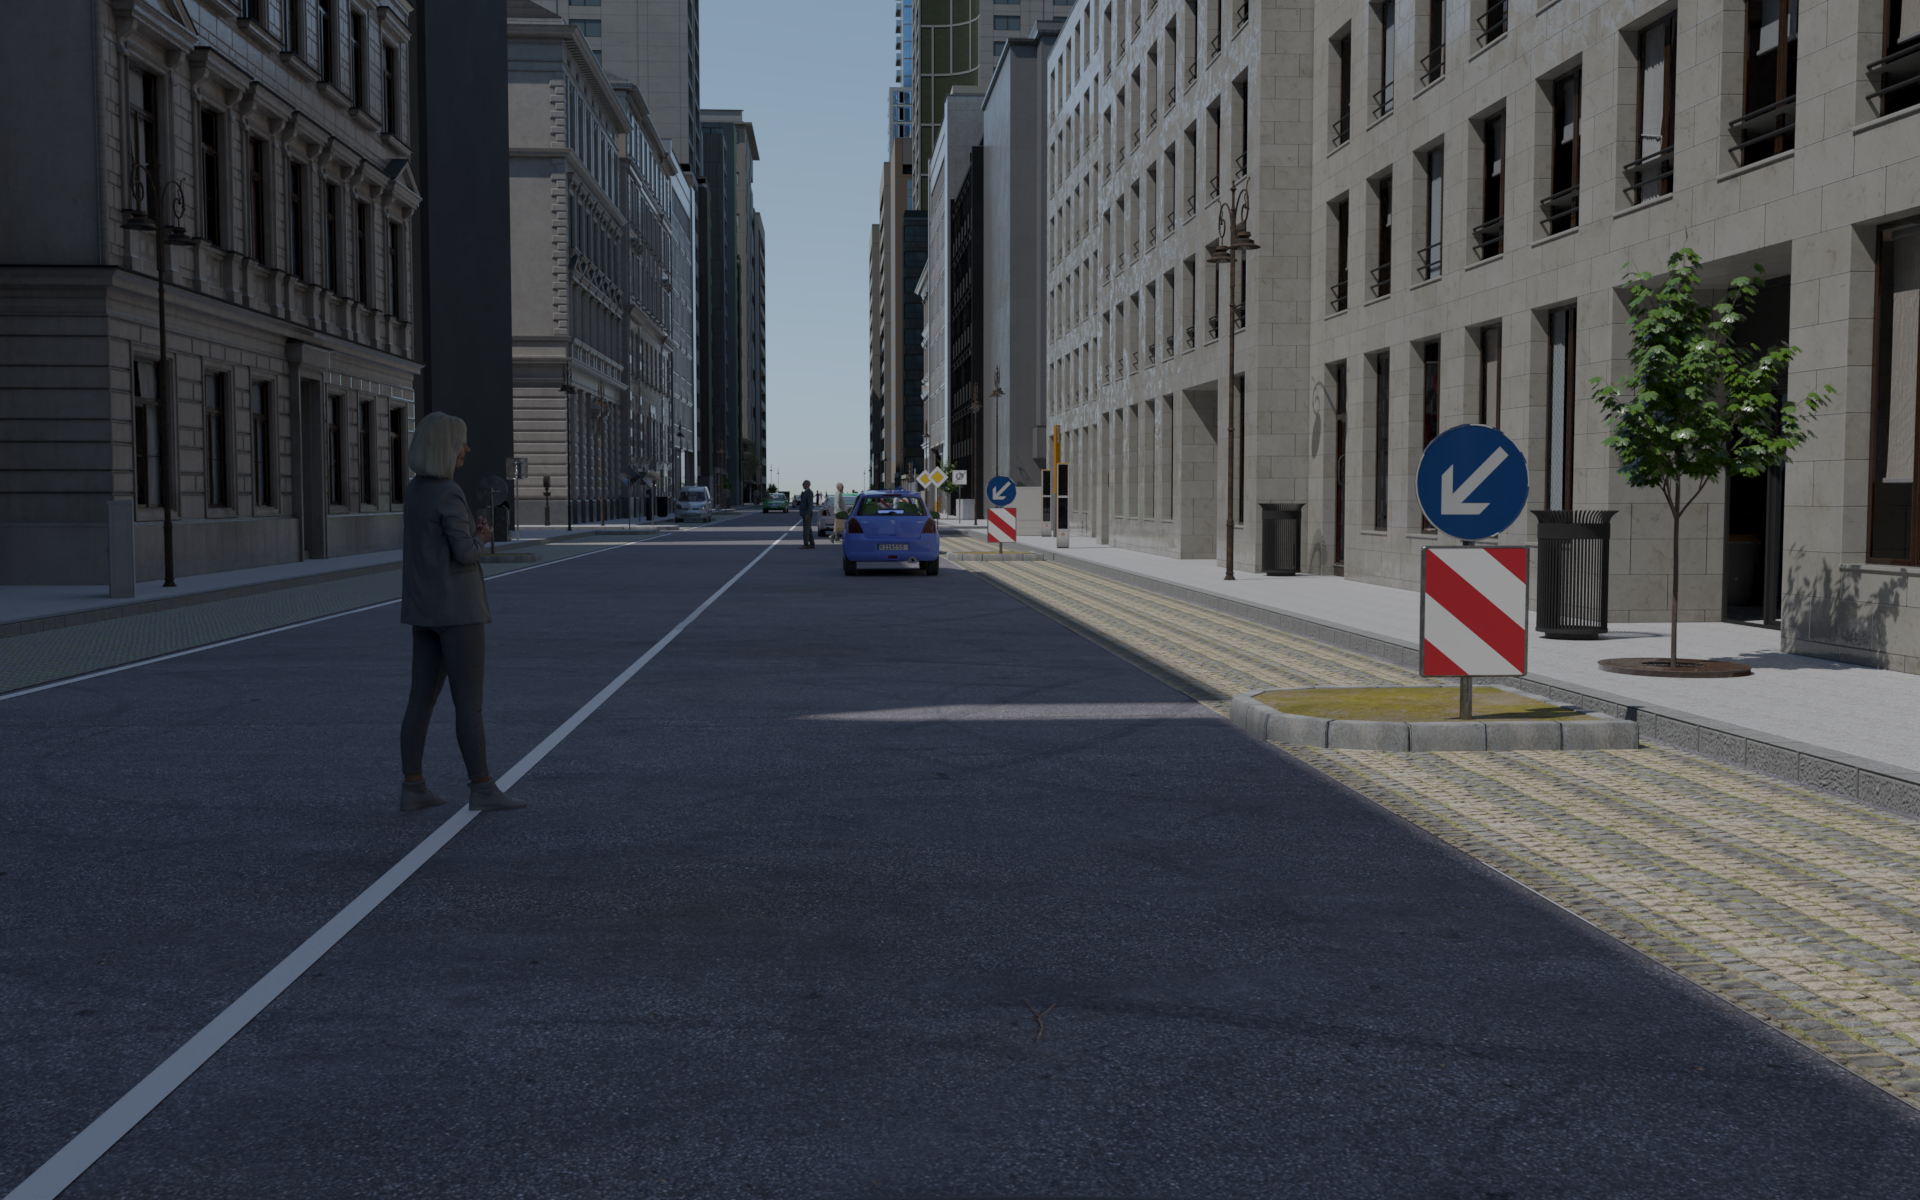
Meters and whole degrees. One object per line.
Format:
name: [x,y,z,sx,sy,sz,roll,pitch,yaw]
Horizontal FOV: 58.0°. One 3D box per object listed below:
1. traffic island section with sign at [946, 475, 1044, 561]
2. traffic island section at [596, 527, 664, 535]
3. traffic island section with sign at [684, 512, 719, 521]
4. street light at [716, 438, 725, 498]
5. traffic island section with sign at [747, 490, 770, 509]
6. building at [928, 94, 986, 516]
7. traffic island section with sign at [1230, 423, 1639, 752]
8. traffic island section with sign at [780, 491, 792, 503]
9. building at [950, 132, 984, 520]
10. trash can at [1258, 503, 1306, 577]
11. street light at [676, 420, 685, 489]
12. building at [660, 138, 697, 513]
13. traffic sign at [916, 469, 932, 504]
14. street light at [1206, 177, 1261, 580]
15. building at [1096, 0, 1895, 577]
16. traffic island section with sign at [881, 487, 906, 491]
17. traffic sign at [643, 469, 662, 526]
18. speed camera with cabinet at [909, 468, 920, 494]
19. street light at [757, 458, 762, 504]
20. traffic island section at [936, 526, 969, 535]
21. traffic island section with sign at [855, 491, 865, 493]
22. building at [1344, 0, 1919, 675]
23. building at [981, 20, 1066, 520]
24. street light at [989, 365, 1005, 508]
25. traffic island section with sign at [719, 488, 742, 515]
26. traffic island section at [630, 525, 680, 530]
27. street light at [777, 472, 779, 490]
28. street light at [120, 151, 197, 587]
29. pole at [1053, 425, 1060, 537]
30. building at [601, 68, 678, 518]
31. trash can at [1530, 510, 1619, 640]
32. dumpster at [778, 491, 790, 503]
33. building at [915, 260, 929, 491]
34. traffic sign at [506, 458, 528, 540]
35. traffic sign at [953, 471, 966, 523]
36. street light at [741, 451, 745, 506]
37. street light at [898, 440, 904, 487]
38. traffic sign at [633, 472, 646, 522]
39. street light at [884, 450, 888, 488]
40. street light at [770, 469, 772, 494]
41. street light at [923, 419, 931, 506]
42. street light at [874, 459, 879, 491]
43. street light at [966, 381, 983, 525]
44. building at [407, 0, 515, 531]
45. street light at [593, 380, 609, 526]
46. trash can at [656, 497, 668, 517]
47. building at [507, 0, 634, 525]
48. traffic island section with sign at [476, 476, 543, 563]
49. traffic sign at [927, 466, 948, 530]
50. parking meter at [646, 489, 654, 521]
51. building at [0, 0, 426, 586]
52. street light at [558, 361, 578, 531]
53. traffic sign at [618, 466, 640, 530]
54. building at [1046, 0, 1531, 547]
traffic island section with sign: [0.719,-1.775,37.645,1.989,1.847,2.006,0,4,-4]
traffic island section: [-11.749,-2.399,61.499,2.009,0.180,2.903,0,4,-4]
traffic island section with sign: [-14.035,-5.115,92.263,1.989,1.847,2.006,0,4,-4]
street light: [-19.984,-10.580,145.774,0.468,5.910,1.993,0,4,-4]
traffic island section with sign: [-19.704,-9.768,168.339,1.989,1.847,2.006,0,4,-4]
building: [4.499,-18.047,113.095,12.078,24.808,19.932,0,4,-4]
traffic island section with sign: [2.724,-0.116,10.521,1.989,1.847,2.006,0,4,-4]
traffic island section with sign: [-27.882,-16.503,278.449,1.989,1.847,2.006,0,4,-4]
building: [6.149,-16.213,94.768,12.332,23.373,15.834,0,4,-4]
trash can: [5.035,-0.947,27.131,0.748,1.137,0.748,0,3,0]
street light: [-17.139,-8.161,106.217,0.468,5.910,1.993,0,4,-4]
building: [-25.868,-18.766,124.840,12.078,24.808,19.932,0,4,-4]
traffic sign: [-1.403,-4.070,70.190,0.795,2.450,0.064,0,4,-4]
street light: [4.023,-3.233,25.652,0.468,5.910,1.993,0,4,-4]
building: [9.318,-11.091,36.083,10.420,20.320,16.860,0,4,-4]
traffic island section with sign: [-3.342,-5.114,92.249,1.989,1.847,2.006,0,4,-4]
traffic sign: [-12.318,-4.022,69.402,0.795,2.450,0.064,0,4,-4]
speed camera with cabinet: [-3.543,-8.573,134.506,0.660,3.252,2.038,1,4,9]
street light: [-26.206,-15.651,228.686,0.468,5.910,1.993,0,4,-4]
traffic island section: [-0.788,-2.448,62.306,2.009,0.180,2.903,0,4,-4]
traffic island section with sign: [-11.125,-11.516,196.908,1.989,1.847,2.006,0,4,-4]
building: [11.409,-10.068,19.363,10.420,20.320,16.860,0,4,-4]
building: [16.548,-15.900,79.036,30.058,24.678,14.314,0,4,-4]
street light: [1.324,-5.455,61.984,0.468,5.910,1.993,0,4,-4]
traffic island section with sign: [-16.054,-6.759,119.143,1.989,1.847,2.006,0,4,-4]
traffic island section: [-12.341,-2.886,69.462,2.009,0.180,2.903,0,4,-4]
street light: [-31.642,-20.104,301.487,0.468,5.910,1.993,0,4,-4]
street light: [-10.943,-3.120,23.800,0.468,5.910,1.993,0,4,-4]
pole: [2.862,-3.505,51.157,0.158,3.312,0.155,0,3,0]
building: [-23.816,-18.626,101.798,12.463,27.353,25.104,0,4,-4]
trash can: [5.439,-0.228,15.375,0.748,1.137,0.748,0,3,0]
dumpster: [-26.162,-15.235,257.302,1.865,1.857,1.264,0,4,-3]
building: [2.775,-18.252,134.578,11.583,22.565,21.152,0,4,-4]
traffic sign: [-12.450,-2.849,48.714,0.606,2.300,0.079,0,4,-2]
traffic sign: [-0.013,-4.486,75.471,0.606,2.300,0.079,0,4,0]
street light: [-22.862,-12.829,182.549,0.468,5.910,1.993,0,4,-4]
street light: [-5.004,-10.656,147.019,0.468,5.910,1.993,0,4,-4]
traffic sign: [-14.730,-4.738,79.602,0.606,2.300,0.079,0,4,4]
street light: [-7.900,-12.903,183.743,0.468,5.910,1.993,0,4,-4]
street light: [-28.880,-17.872,264.996,0.468,5.910,1.993,0,4,-4]
street light: [-2.081,-8.227,107.292,0.468,5.910,1.993,0,4,-4]
street light: [-11.166,-15.743,230.185,0.468,5.910,1.993,0,4,-4]
street light: [0.645,-6.005,70.977,0.468,5.910,1.993,0,4,-4]
building: [-22.942,-13.657,52.966,15.834,23.373,12.332,0,4,-4]
street light: [-14.354,-5.910,69.423,0.468,5.910,1.993,0,4,-4]
trash can: [-16.527,-5.167,96.139,0.748,1.137,0.748,0,3,0]
building: [-21.591,-15.331,79.538,11.050,23.489,19.941,0,4,-4]
traffic island section with sign: [-9.893,-1.704,36.495,1.989,1.847,2.006,0,4,-4]
traffic sign: [-0.811,-3.583,62.227,0.795,2.450,0.064,0,4,-4]
parking meter: [-14.974,-4.601,83.631,0.372,1.533,0.369,0,3,0]
building: [-17.185,-10.268,32.506,10.561,19.102,19.286,0,4,-4]
street light: [-13.634,-5.353,60.312,0.468,5.910,1.993,0,4,-4]
traffic sign: [-11.727,-3.535,61.439,0.795,2.450,0.064,0,4,-4]
building: [8.860,-12.121,52.924,10.420,20.320,16.860,0,4,-4]
